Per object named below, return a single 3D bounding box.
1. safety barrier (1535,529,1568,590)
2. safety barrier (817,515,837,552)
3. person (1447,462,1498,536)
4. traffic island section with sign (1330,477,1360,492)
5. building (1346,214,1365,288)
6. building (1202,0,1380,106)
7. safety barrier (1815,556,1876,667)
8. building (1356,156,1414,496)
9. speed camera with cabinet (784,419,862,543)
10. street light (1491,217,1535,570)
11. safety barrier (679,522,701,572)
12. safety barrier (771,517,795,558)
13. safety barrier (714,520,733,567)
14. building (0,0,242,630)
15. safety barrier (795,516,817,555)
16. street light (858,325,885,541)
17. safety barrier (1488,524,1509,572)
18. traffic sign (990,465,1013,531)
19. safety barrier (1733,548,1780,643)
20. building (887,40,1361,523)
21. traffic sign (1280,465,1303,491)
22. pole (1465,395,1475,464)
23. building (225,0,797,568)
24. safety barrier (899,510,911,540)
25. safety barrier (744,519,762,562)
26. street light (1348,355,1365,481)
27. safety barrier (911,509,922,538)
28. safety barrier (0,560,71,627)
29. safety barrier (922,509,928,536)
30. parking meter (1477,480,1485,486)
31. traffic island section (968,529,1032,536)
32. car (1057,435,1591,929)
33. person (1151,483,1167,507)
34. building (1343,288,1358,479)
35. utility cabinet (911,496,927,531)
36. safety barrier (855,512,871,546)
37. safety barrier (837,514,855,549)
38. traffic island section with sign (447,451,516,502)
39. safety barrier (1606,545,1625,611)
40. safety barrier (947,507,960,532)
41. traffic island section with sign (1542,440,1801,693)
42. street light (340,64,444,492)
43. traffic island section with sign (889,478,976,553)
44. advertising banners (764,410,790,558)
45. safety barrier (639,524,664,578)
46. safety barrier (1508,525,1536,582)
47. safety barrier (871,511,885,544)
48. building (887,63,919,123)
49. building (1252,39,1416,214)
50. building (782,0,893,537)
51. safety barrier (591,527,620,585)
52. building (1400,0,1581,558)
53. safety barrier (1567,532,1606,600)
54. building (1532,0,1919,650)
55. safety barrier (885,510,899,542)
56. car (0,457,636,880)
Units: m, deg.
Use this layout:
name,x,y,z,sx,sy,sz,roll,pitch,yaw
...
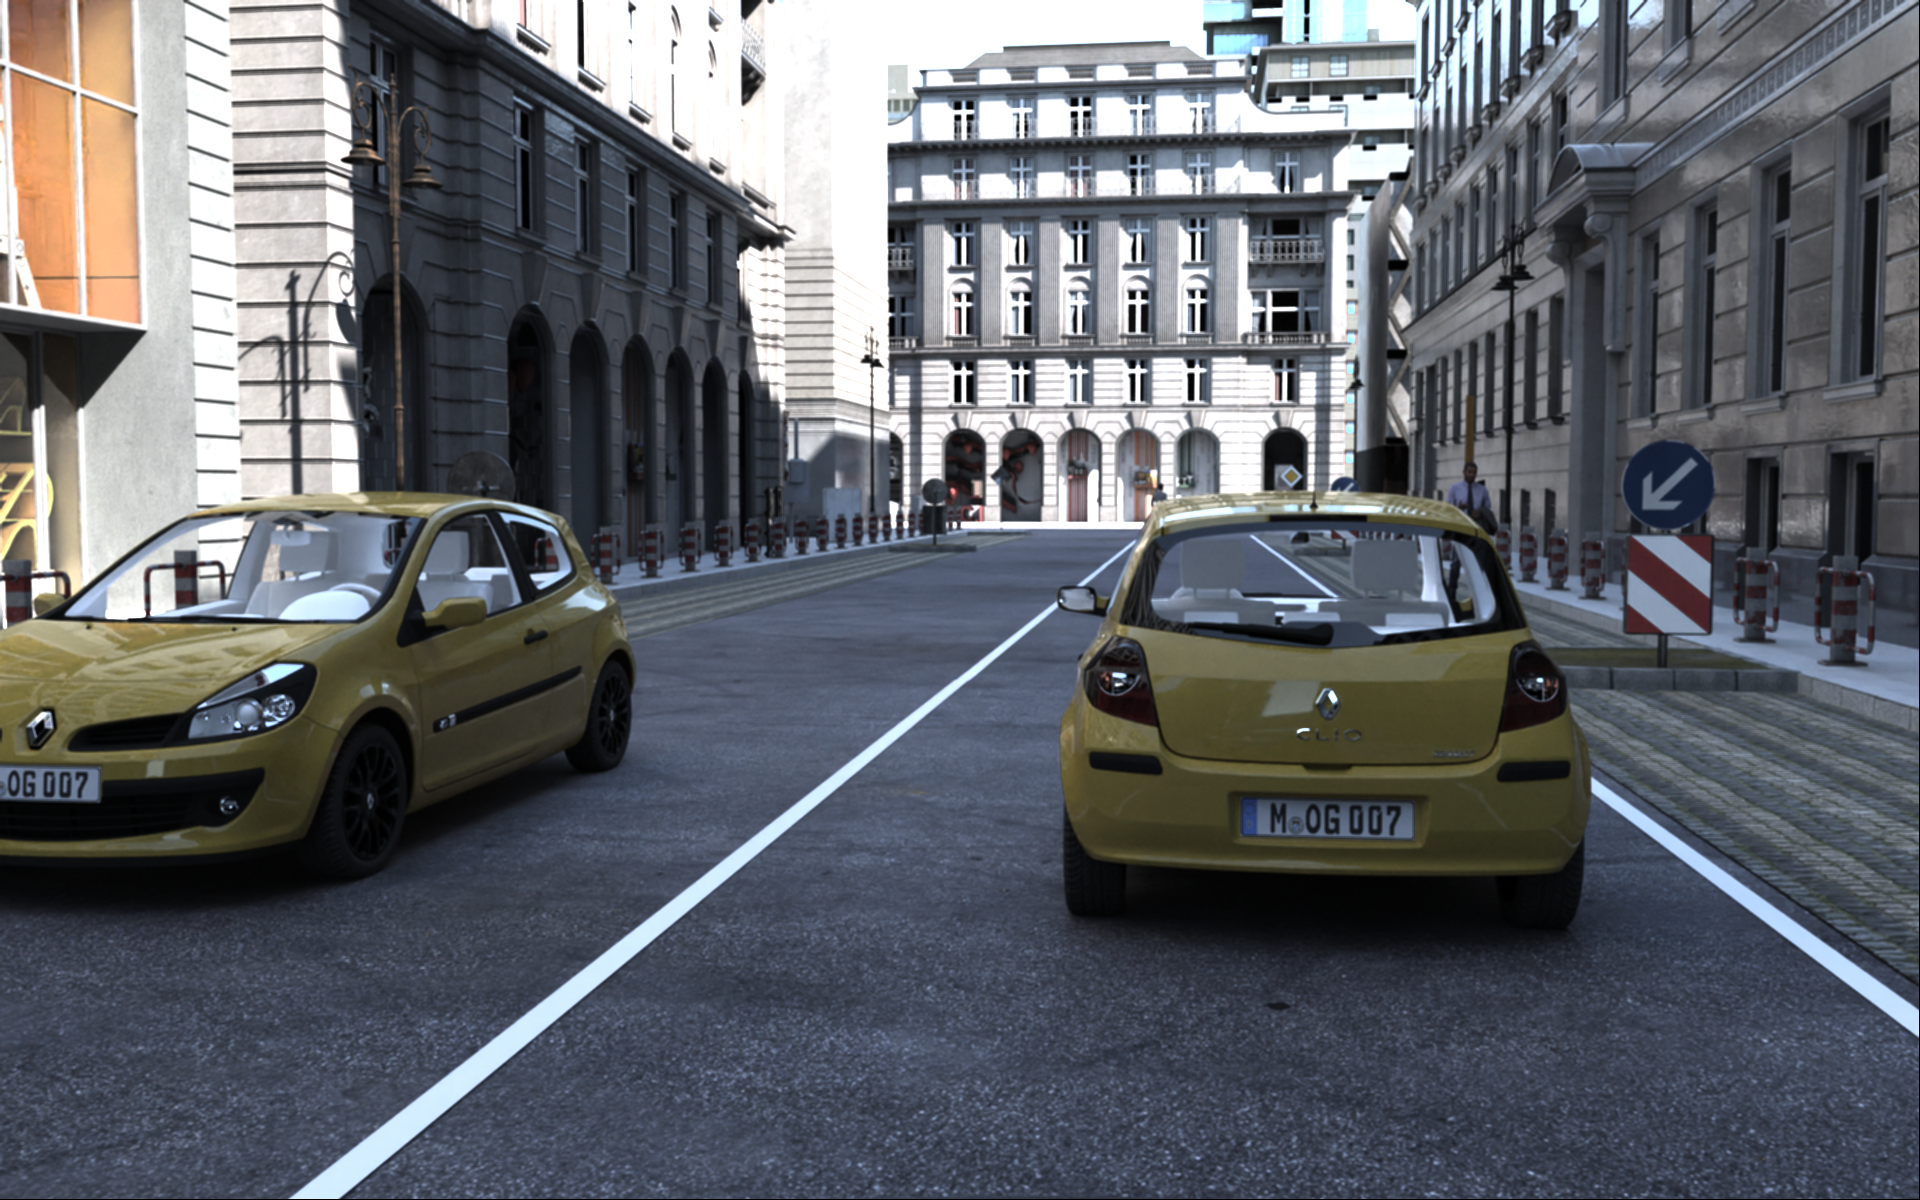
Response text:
name,x,y,z,sx,sy,sz,roll,pitch,yaw
safety barrier,7.995,-0.544,23.163,0.300,0.817,1.120,0,4,8
safety barrier,-3.071,-1.496,38.730,0.300,0.817,1.120,0,4,8
person,6.534,-0.845,22.184,0.709,1.838,0.599,0,4,3
traffic island section with sign,8.801,-1.943,40.389,1.989,1.847,2.006,0,4,8
building,37.913,-25.005,180.530,14.160,30.474,14.107,0,4,8
building,45.124,-56.714,239.939,31.000,86.520,22.319,0,4,8
safety barrier,6.613,0.081,12.956,0.300,0.817,1.120,0,4,8
building,27.821,-13.036,80.591,16.811,18.784,16.820,0,4,8
speed camera with cabinet,-3.643,-3.147,45.788,2.038,3.252,0.660,-1,4,-9
street light,9.279,-3.451,29.215,0.468,5.910,1.993,0,4,8
safety barrier,-4.449,-0.873,28.546,0.300,0.817,1.120,0,4,8
safety barrier,-3.623,-1.247,34.657,0.300,0.817,1.120,0,4,8
safety barrier,-4.174,-0.998,30.590,0.300,0.817,1.120,0,4,8
building,-15.426,-13.909,4.908,11.434,29.767,29.804,0,4,8
safety barrier,-3.348,-1.371,36.690,0.300,0.817,1.120,0,4,8
street light,-2.404,-4.564,47.404,0.468,5.910,1.993,0,4,8
safety barrier,8.547,-0.793,27.241,0.300,0.817,1.120,0,4,8
traffic sign,1.455,-3.495,60.778,0.795,2.450,0.064,0,4,8
safety barrier,6.887,-0.044,14.990,0.300,0.817,1.120,0,4,8
building,6.056,-14.703,82.191,24.055,21.916,13.314,0,4,8
traffic sign,11.357,-3.412,59.424,0.795,2.450,0.064,0,4,8
pole,10.514,-2.564,35.760,0.158,3.312,0.155,0,3,0
building,-11.736,-11.650,32.272,13.314,21.916,24.055,0,4,8
safety barrier,-1.696,-2.118,48.901,0.300,0.817,1.120,0,4,8
safety barrier,-3.900,-1.122,32.623,0.300,0.817,1.120,0,4,8
street light,13.151,-5.188,57.618,0.468,5.910,1.993,0,4,8
safety barrier,-1.423,-2.242,50.936,0.300,0.817,1.120,0,4,8
safety barrier,-6.651,0.124,12.246,0.300,0.817,1.120,0,4,8
safety barrier,-1.148,-2.367,52.969,0.300,0.817,1.120,0,4,8
parking meter,8.944,-1.332,30.188,0.372,1.533,0.369,0,3,0
traffic island section,1.431,-2.359,60.843,2.009,0.180,2.903,0,4,8
car,1.371,0.184,7.214,2.015,1.641,3.980,0,4,7
person,6.721,-3.031,58.330,0.678,1.792,0.850,2,4,24
building,42.129,-19.177,158.578,27.650,21.520,28.899,0,4,8
utility cabinet,-1.438,-3.071,61.375,0.306,1.237,1.020,1,4,16
safety barrier,-2.522,-1.744,42.797,0.300,0.817,1.120,0,4,8
safety barrier,-2.798,-1.620,40.764,0.300,0.817,1.120,0,4,8
traffic island section with sign,-4.404,-0.403,15.218,1.989,1.847,2.006,0,4,8
safety barrier,7.442,-0.294,19.074,0.300,0.817,1.120,0,4,8
safety barrier,-0.321,-2.740,59.076,0.300,0.817,1.120,0,4,8
traffic island section with sign,5.184,-0.297,13.478,1.989,1.847,2.006,0,4,8
street light,-6.240,-2.840,19.215,0.468,5.910,1.993,0,4,8
traffic island section with sign,-0.633,-2.106,43.061,1.989,1.847,2.006,0,4,8
advertising banners,-3.744,-2.416,35.689,0.090,3.025,2.074,0,4,8
safety barrier,-4.723,-0.748,26.513,0.300,0.817,1.120,0,4,8
safety barrier,8.266,-0.668,25.198,0.300,0.817,1.120,0,4,8
safety barrier,-2.243,-1.869,44.834,0.300,0.817,1.120,0,4,8
building,-5.009,-28.673,160.686,32.217,40.220,23.993,0,4,8
building,48.391,-37.322,199.451,28.713,52.752,27.495,0,4,8
building,-11.856,-12.676,56.408,18.267,20.994,9.793,0,4,8
safety barrier,-5.001,-0.623,24.469,0.300,0.817,1.120,0,4,8
building,20.131,-12.752,41.775,16.112,22.955,30.059,0,4,8
safety barrier,7.714,-0.418,21.110,0.300,0.817,1.120,0,4,8
building,14.649,-14.128,16.896,13.634,28.700,20.117,0,4,8
safety barrier,-1.976,-1.993,46.869,0.300,0.817,1.120,0,4,8
car,-2.835,0.151,7.758,2.015,1.641,3.980,1,4,9
